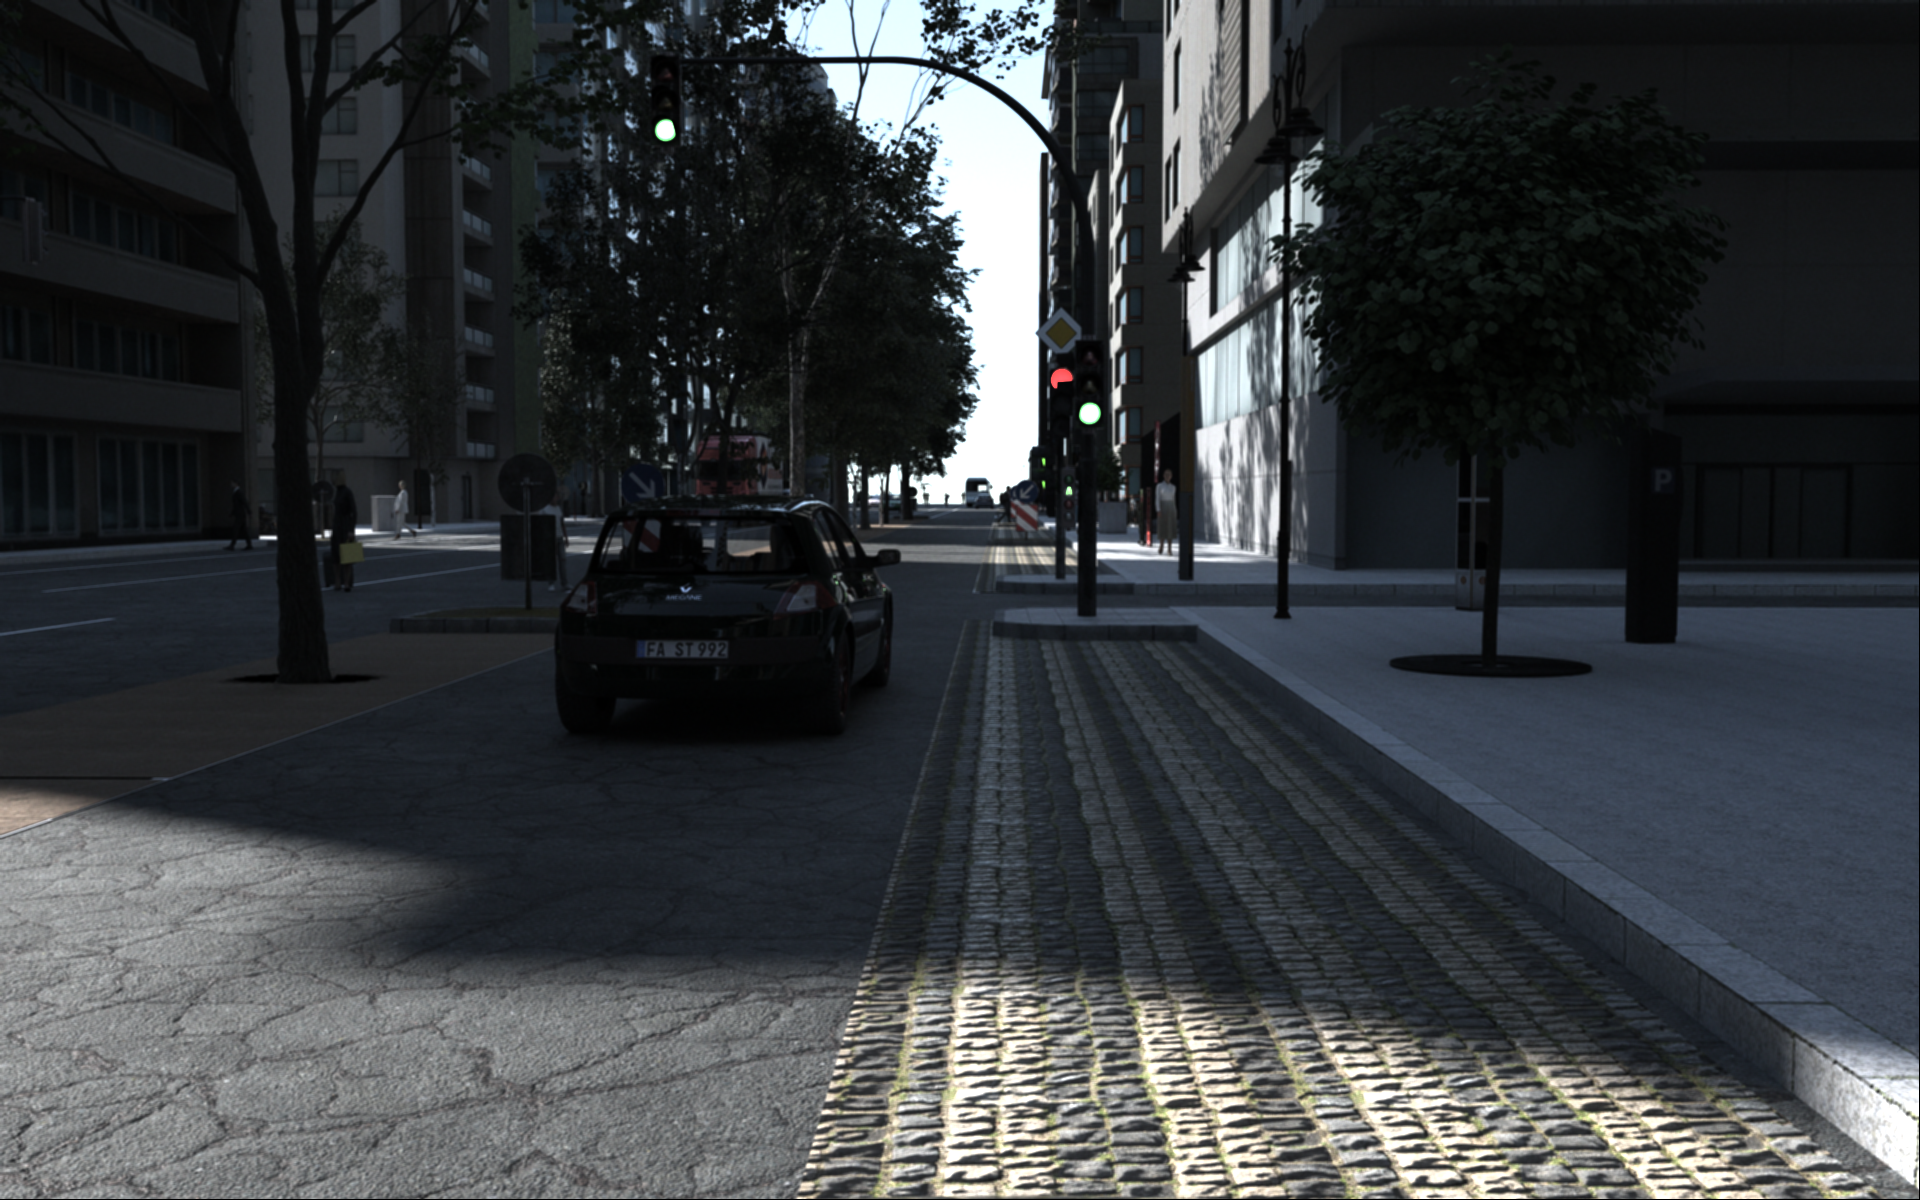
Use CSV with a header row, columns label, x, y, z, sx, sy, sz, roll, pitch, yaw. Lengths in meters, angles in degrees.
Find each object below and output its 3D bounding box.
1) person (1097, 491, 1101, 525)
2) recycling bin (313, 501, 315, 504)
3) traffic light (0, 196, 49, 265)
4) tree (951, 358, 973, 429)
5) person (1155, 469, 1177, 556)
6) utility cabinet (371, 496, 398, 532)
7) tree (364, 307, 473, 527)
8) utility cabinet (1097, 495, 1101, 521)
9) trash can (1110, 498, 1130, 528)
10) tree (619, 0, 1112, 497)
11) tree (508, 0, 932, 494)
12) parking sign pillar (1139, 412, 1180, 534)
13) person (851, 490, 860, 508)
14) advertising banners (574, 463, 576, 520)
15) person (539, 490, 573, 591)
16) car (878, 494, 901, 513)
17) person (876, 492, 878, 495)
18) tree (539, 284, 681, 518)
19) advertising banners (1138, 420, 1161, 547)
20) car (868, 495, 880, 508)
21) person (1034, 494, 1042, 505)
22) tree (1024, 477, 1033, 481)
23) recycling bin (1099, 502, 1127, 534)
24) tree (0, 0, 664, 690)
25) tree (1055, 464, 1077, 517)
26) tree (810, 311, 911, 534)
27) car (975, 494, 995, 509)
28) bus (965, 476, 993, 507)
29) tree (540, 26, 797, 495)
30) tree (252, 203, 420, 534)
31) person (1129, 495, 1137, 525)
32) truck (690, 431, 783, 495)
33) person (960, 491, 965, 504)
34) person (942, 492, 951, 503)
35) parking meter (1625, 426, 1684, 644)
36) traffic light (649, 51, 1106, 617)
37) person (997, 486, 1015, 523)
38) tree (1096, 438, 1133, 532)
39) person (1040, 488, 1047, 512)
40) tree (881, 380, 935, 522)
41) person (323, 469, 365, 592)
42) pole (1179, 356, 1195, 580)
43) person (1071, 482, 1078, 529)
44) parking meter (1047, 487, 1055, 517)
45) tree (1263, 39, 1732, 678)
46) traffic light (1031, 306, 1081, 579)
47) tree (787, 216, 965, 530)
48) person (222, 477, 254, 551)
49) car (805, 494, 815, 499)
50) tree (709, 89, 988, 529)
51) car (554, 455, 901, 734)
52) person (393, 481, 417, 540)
label,x,y,z,sx,sy,sz,roll,pitch,yaw
person,5.569,-3.989,71.439,0.466,1.800,0.511,2,4,27
recycling bin,-22.409,-2.863,59.367,0.722,1.027,0.722,-1,4,-17
traffic light,-16.461,-3.174,26.568,4.771,5.953,1.251,0,4,1
tree,-3.591,-8.913,82.599,8.767,10.594,7.601,0,4,1
person,4.288,-1.828,36.153,0.478,1.798,0.641,0,4,-3
utility cabinet,-19.525,-2.915,58.828,0.306,1.237,1.020,1,4,22
tree,-20.747,-7.154,67.336,4.360,8.622,3.978,0,3,0
utility cabinet,6.189,-4.333,82.005,1.020,1.237,0.306,2,4,28
trash can,5.817,-3.146,63.094,0.748,1.137,0.748,0,3,0
tree,-2.967,-11.294,43.009,12.611,20.169,13.585,0,3,0
tree,-4.710,-5.889,33.154,8.767,10.594,7.601,0,4,1
parking sign pillar,6.516,-4.133,56.043,1.447,3.967,1.447,1,4,9
person,-10.806,-10.587,181.600,1.348,1.823,0.705,-1,4,-16
advertising banners,-18.869,-5.422,84.844,0.090,3.025,2.074,-1,4,-14
person,-5.971,-0.888,25.618,0.523,1.515,0.503,1,4,17
car,-5.087,-7.401,129.807,1.959,1.807,4.718,0,4,2
person,-12.316,-15.109,256.454,0.541,1.710,0.530,-2,4,-25
tree,-19.534,-10.708,92.087,9.611,12.733,9.660,0,3,0
advertising banners,4.589,-2.800,41.962,0.090,3.025,2.074,0,4,-7
car,-8.366,-9.823,172.972,2.083,1.381,4.827,0,4,3
person,8.459,-11.448,193.154,1.348,1.831,0.705,0,4,6
tree,7.591,-12.040,191.447,1.663,3.219,1.824,0,3,0
recycling bin,4.965,-2.672,56.249,0.722,1.027,0.722,-1,4,-18
tree,-5.094,-5.183,12.950,9.928,11.665,9.643,0,3,0
tree,5.741,-6.292,97.482,1.663,3.219,1.824,0,3,0
tree,-3.830,-6.699,62.348,4.737,8.622,4.395,0,3,0
car,2.401,-9.562,168.335,2.014,1.417,4.499,0,4,3
bus,2.103,-12.259,195.286,2.948,3.499,13.247,0,4,2
tree,-4.384,-4.545,27.135,4.360,8.622,3.978,0,3,0
tree,-20.072,-7.361,54.764,7.601,10.594,8.767,-3,4,-39
person,7.212,-3.764,72.274,0.332,1.250,0.352,-1,4,-22
truck,-10.058,-5.521,79.184,2.839,4.237,11.283,0,4,2
person,0.502,-14.956,252.662,1.348,1.869,0.705,2,4,27
person,-1.846,-13.481,229.630,1.217,1.735,0.721,0,4,4
parking meter,5.988,-0.564,14.934,0.399,1.863,0.255,-1,4,-10
traffic light,-0.783,-2.653,18.045,4.771,5.953,1.251,0,4,1
person,2.200,-4.504,82.104,0.822,1.834,0.622,1,4,9
tree,5.243,-3.972,59.536,1.663,3.219,1.824,0,3,0
person,6.013,-7.166,124.119,0.530,1.710,0.541,-1,4,-13
tree,-2.990,-8.326,88.956,4.360,8.622,3.978,0,3,0
person,-9.214,-1.050,25.882,0.699,1.804,1.509,-1,4,-14
pole,3.370,-1.949,25.713,0.158,3.312,0.155,0,3,0
person,4.206,-3.390,62.301,0.563,1.720,0.643,-3,5,-44
parking meter,5.036,-5.488,95.438,0.399,1.863,0.255,2,4,24
tree,3.838,-1.769,12.637,4.285,4.588,4.351,0,3,0
traffic light,1.502,-2.275,26.119,0.839,4.253,0.868,0,4,1
tree,-3.699,-9.042,68.427,7.486,12.596,7.792,0,3,0
person,-18.295,-2.173,43.812,0.755,1.850,0.659,-2,4,-26
car,-12.654,-7.879,140.817,2.014,1.417,4.499,0,4,1
tree,-3.731,-8.894,54.533,9.857,13.997,8.962,0,3,0
car,-1.451,-0.120,11.755,2.009,1.686,4.222,0,4,3
person,-17.555,-2.836,54.744,0.818,1.842,0.514,-2,4,-32
